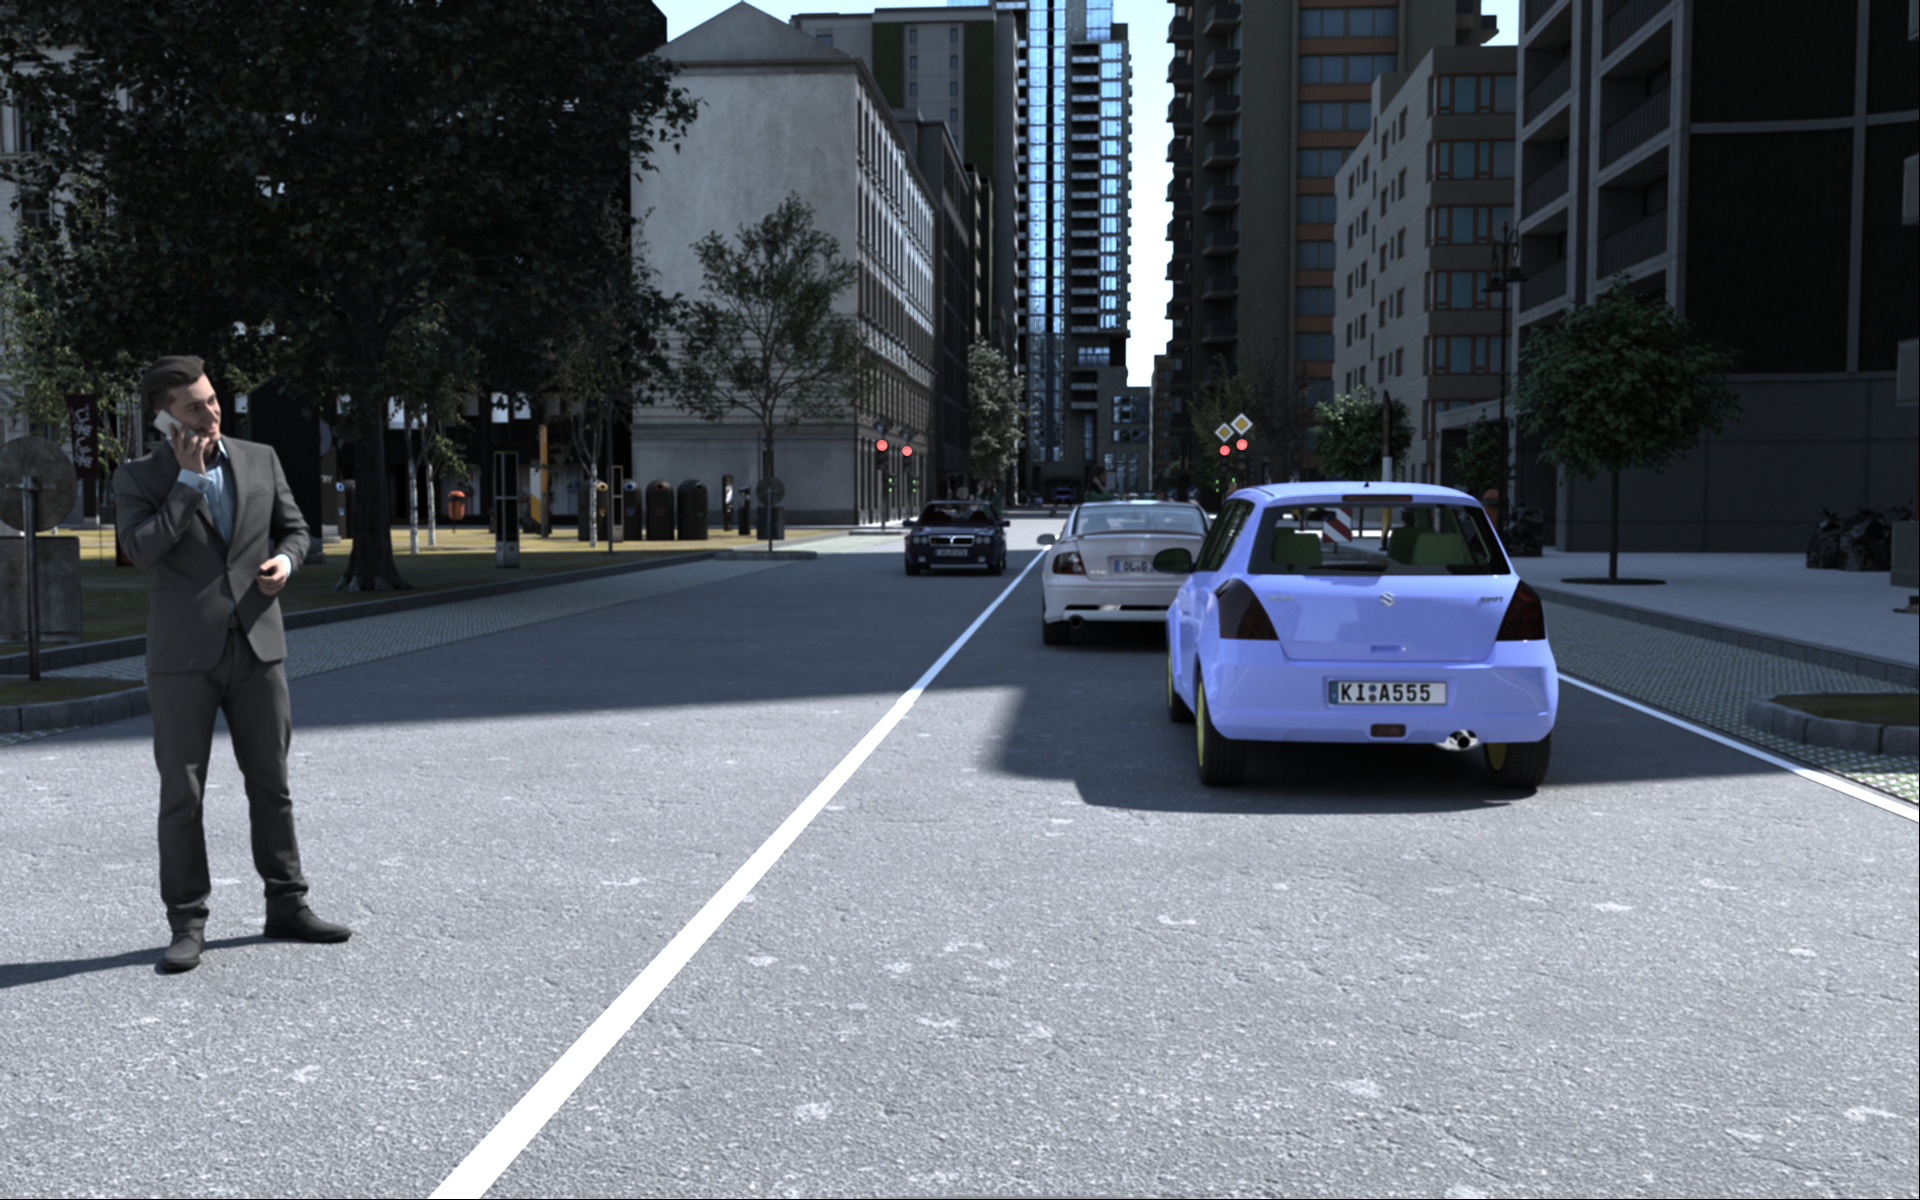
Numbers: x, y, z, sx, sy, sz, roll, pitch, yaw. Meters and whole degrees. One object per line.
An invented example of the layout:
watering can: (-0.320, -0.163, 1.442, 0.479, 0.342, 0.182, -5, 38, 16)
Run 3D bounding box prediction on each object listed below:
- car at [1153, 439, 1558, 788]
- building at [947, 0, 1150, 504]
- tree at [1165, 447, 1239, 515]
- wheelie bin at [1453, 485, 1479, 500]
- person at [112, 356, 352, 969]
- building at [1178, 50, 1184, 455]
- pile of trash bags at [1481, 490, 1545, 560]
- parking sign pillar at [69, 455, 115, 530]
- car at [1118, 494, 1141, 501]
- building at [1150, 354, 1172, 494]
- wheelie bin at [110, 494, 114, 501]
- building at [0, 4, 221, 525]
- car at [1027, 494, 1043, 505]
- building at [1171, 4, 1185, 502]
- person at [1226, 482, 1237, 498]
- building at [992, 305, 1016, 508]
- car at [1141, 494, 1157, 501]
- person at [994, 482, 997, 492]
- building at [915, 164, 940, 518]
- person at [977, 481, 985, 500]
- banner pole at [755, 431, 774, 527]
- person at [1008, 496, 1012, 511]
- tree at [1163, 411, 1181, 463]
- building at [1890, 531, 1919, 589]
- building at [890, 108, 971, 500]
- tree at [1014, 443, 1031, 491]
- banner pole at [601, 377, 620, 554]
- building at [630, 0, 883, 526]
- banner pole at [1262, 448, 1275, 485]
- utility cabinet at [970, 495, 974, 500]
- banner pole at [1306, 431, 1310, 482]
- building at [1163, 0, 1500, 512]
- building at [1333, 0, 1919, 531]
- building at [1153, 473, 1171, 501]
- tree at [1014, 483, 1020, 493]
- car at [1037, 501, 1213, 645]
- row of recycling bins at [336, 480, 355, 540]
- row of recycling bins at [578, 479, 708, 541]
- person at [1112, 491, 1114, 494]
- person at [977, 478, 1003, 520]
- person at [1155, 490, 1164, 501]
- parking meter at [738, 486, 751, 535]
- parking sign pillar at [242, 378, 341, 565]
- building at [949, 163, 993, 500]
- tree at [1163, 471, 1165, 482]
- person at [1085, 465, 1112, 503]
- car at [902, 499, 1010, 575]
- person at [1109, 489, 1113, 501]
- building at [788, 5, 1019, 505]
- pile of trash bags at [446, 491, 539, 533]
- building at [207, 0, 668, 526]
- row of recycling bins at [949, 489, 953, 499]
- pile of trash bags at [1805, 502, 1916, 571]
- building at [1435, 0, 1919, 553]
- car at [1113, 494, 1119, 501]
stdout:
car: (2.083, -0.011, 9.776, 1.945, 1.707, 3.694, 0, 4, 3)
building: (10.350, -56.516, 236.708, 31.000, 86.520, 22.319, 0, 4, 4)
tree: (16.141, -7.668, 109.083, 4.285, 4.588, 4.351, 0, 3, 0)
wheelie bin: (12.903, -2.230, 44.362, 0.693, 1.594, 0.980, -1, 4, -22)
person: (-2.237, 0.181, 5.342, 0.655, 1.846, 0.447, -3, 5, -44)
building: (27.675, -31.260, 161.206, 14.600, 45.320, 14.200, 0, 4, 4)
pile of trash bags: (10.942, -1.568, 35.383, 1.912, 1.369, 3.447, 1, 4, 17)
parking sign pillar: (-30.954, -4.476, 61.651, 1.447, 3.967, 1.447, -1, 4, -22)
car: (10.518, -5.950, 107.505, 2.015, 1.641, 3.980, 0, 4, 4)
building: (41.184, -24.093, 238.963, 28.899, 21.520, 27.650, 0, 4, 4)
wheelie bin: (-19.945, -2.069, 41.738, 0.980, 1.594, 0.693, -1, 4, -15)
building: (-40.232, -15.148, 76.542, 19.941, 23.489, 11.050, 0, 4, 4)
car: (9.022, -12.179, 208.720, 1.945, 1.707, 3.694, 0, 4, 4)
building: (32.866, -39.121, 181.628, 21.231, 58.520, 28.212, 0, 4, 4)
person: (8.971, -2.975, 57.114, 0.573, 1.828, 0.580, -1, 4, -20)
building: (-8.863, -20.119, 173.988, 27.650, 21.520, 28.899, 0, 4, 4)
car: (17.152, -9.057, 156.876, 1.959, 1.807, 4.718, 0, 4, 3)
person: (0.728, -2.314, 46.604, 0.573, 1.790, 0.520, -1, 4, -14)
building: (-6.806, -15.134, 96.595, 9.793, 20.994, 18.267, 0, 4, 4)
person: (0.691, -2.612, 51.298, 0.391, 1.810, 0.635, 2, 4, 33)
banner pole: (-7.735, -4.802, 68.530, 0.863, 3.779, 0.401, -2, 4, -31)
person: (4.124, -8.018, 144.257, 0.373, 1.253, 0.362, -1, 4, -9)
tree: (19.377, -12.235, 150.403, 4.360, 8.622, 3.978, 0, 3, 0)
building: (25.689, -9.977, 8.162, 27.650, 21.520, 28.899, 0, 4, 4)
building: (-7.203, -19.828, 117.692, 14.314, 27.812, 24.014, 0, 4, 4)
tree: (5.672, -14.739, 191.347, 4.360, 8.622, 3.978, 0, 3, 0)
banner pole: (-7.525, -2.891, 37.287, 0.401, 3.779, 0.863, 0, 4, -6)
building: (-8.025, -14.021, 78.402, 9.793, 20.994, 18.267, 0, 4, 4)
banner pole: (16.650, -6.310, 93.182, 0.863, 3.779, 0.401, 0, 4, -1)
utility cabinet: (0.910, -7.604, 135.493, 0.306, 1.237, 1.020, 0, 4, 6)
banner pole: (13.685, -4.782, 68.195, 0.401, 3.779, 0.863, 1, 4, 12)
building: (26.365, -28.889, 126.959, 22.147, 44.769, 28.867, 0, 4, 4)
building: (33.720, -14.362, 79.855, 28.899, 21.520, 27.650, 0, 4, 4)
building: (33.847, -46.933, 205.605, 20.563, 71.187, 20.611, 0, 4, 4)
tree: (5.842, -12.455, 198.235, 1.663, 3.219, 1.824, 0, 3, 0)
car: (1.810, -0.332, 17.792, 2.083, 1.381, 4.827, 0, 4, 4)
row of recycling bins: (-17.621, -2.576, 49.232, 1.069, 1.692, 3.534, 1, 4, 16)
row of recycling bins: (-8.751, -2.488, 47.797, 3.534, 1.692, 1.069, -1, 4, -20)
person: (15.942, -10.604, 181.500, 1.348, 1.869, 0.705, 0, 3, 0)
person: (0.675, -1.873, 39.374, 0.600, 1.795, 0.529, 0, 3, 0)
person: (3.509, -1.187, 30.506, 0.523, 1.515, 0.503, 0, 4, 0)
parking meter: (-6.728, -2.790, 54.032, 0.372, 1.533, 0.369, 0, 3, 0)
parking sign pillar: (-12.483, -2.654, 31.872, 1.447, 3.967, 1.447, 3, 5, 44)
building: (-4.574, -23.219, 151.339, 14.160, 30.474, 14.107, 0, 4, 4)
tree: (18.765, -9.901, 145.600, 4.285, 4.588, 4.351, 0, 3, 0)
person: (1.725, -0.807, 21.942, 0.529, 1.795, 0.600, 1, 4, 15)
car: (-0.041, -1.174, 31.777, 1.945, 1.354, 3.894, 0, 4, 3)
person: (11.011, -7.229, 126.966, 0.793, 1.790, 0.793, -3, 5, -43)
building: (-7.200, -40.827, 209.518, 28.212, 58.520, 21.231, 0, 4, 4)
pile of trash bags: (-15.202, -2.890, 57.012, 3.447, 1.369, 1.912, 0, 4, 2)
building: (-21.954, -15.044, 75.644, 15.834, 23.373, 12.332, 0, 4, 4)
row of recycling bins: (-2.319, -7.677, 132.623, 3.534, 1.692, 1.069, 0, 4, -3)
pile of trash bags: (16.306, -1.193, 29.264, 3.447, 1.369, 1.912, 1, 4, 9)
building: (23.818, -36.779, 39.587, 20.563, 71.187, 20.611, 0, 4, 4)
car: (12.210, -7.790, 139.366, 2.014, 1.417, 4.499, 0, 4, 6)
